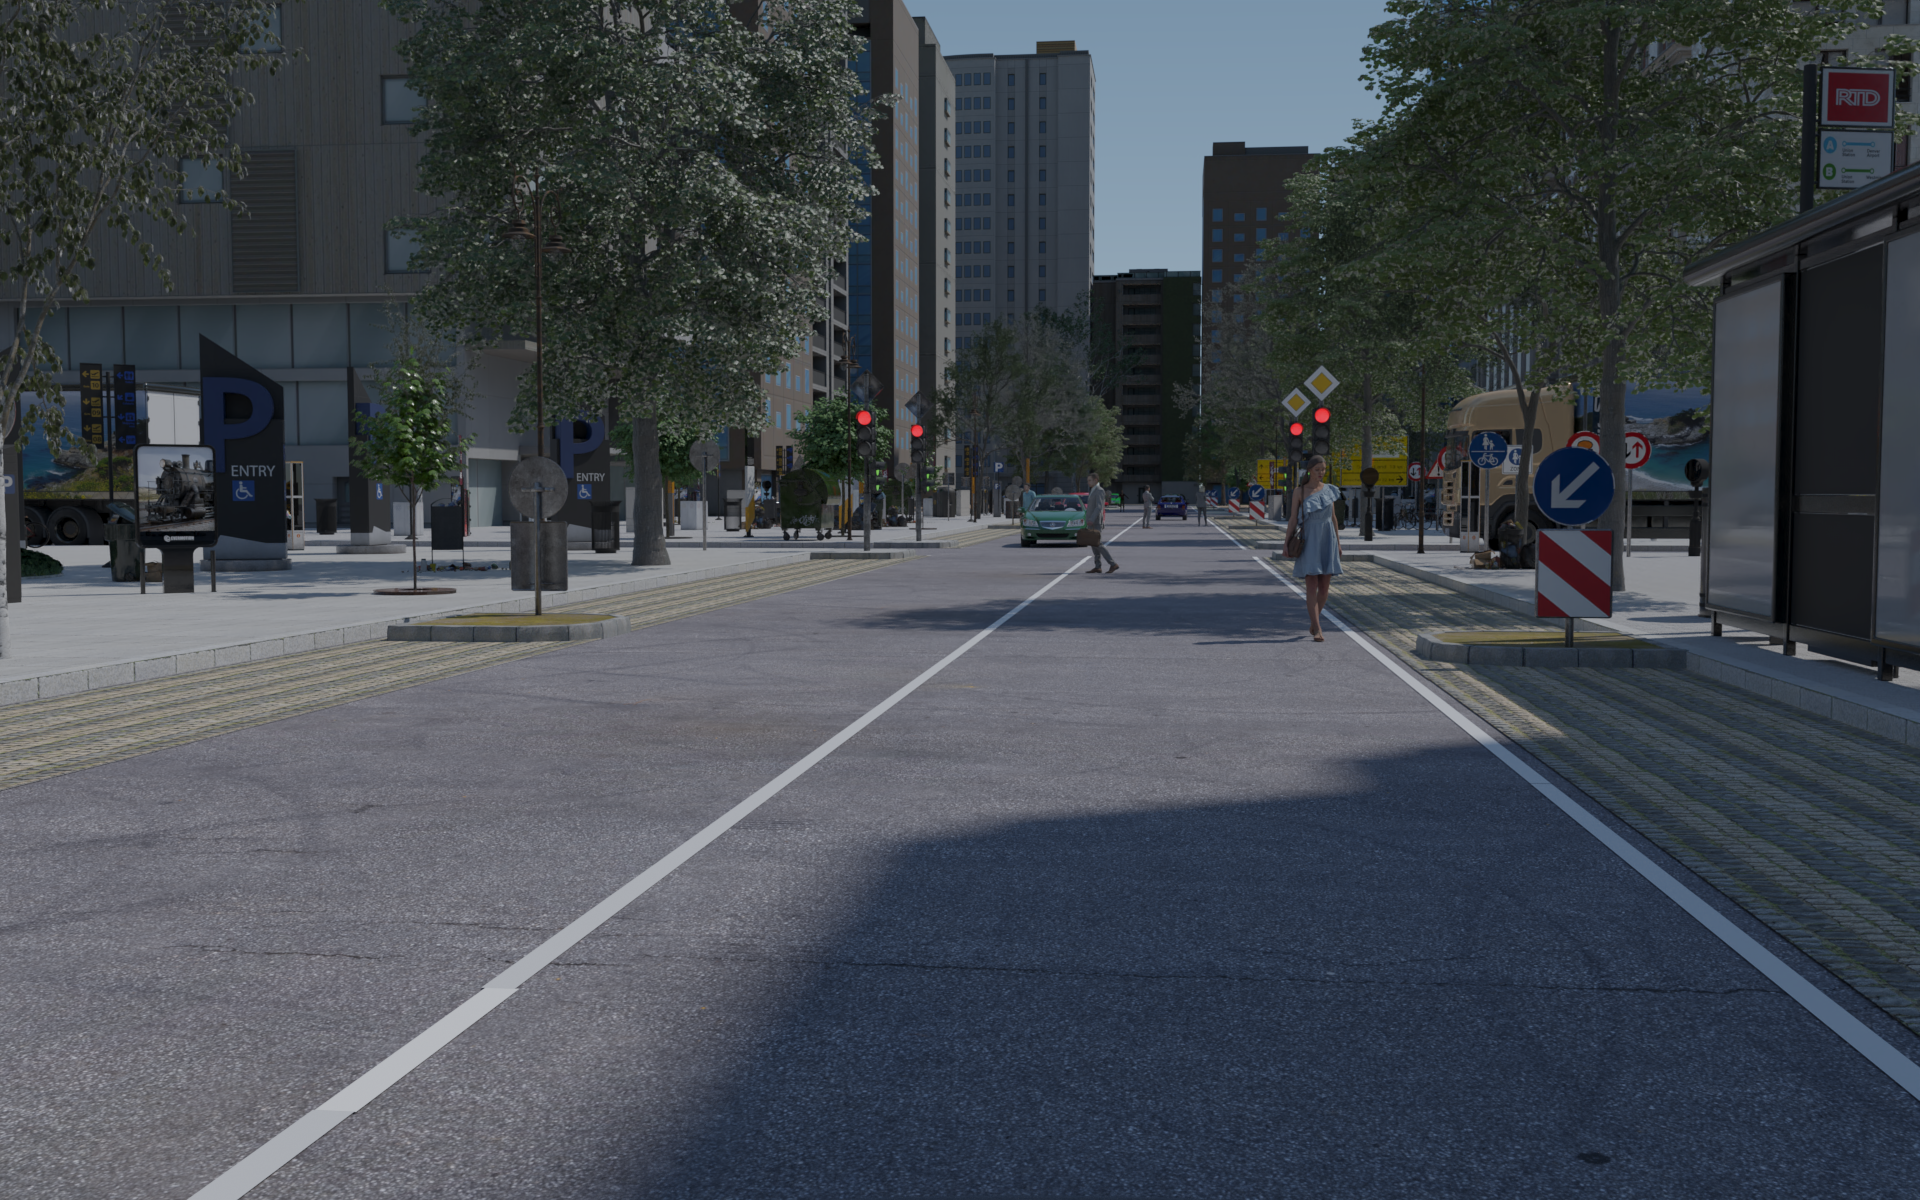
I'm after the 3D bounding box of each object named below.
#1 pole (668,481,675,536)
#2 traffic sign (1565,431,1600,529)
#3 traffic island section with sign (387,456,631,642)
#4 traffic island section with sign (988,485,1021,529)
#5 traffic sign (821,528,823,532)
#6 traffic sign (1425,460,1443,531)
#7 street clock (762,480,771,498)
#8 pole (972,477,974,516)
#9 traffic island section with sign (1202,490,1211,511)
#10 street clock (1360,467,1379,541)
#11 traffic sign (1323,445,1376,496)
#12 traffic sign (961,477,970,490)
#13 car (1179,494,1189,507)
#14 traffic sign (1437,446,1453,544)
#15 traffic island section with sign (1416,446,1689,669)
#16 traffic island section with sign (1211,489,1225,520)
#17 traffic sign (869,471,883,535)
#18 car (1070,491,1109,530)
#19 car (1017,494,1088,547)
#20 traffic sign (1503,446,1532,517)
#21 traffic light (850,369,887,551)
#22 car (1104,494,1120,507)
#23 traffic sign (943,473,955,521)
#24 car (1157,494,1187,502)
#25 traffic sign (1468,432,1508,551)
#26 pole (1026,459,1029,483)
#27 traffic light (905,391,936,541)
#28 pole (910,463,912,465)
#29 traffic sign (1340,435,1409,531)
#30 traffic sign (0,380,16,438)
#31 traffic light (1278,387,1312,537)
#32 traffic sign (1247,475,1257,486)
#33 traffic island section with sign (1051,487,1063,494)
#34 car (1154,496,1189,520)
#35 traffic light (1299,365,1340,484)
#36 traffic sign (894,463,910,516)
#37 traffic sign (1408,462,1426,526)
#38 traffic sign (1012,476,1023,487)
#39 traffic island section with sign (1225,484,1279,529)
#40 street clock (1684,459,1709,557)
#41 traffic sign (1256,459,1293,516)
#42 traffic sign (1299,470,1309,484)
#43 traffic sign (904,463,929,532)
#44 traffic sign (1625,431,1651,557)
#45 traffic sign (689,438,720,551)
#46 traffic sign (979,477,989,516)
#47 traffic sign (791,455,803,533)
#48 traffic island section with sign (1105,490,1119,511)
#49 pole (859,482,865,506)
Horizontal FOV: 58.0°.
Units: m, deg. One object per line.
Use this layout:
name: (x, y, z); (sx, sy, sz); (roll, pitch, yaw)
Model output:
pole: (-8.809, -3.604, 52.771); (0.158, 3.312, 0.155); (0, 3, 0)
traffic sign: (12.600, -2.133, 34.988); (0.768, 2.556, 0.104); (1, 4, 14)
traffic island section with sign: (-4.456, -0.549, 17.597); (1.989, 1.847, 2.006); (0, 4, 7)
traffic island section with sign: (2.224, -3.843, 71.466); (1.989, 1.847, 2.006); (0, 4, 7)
traffic sign: (-4.593, -3.514, 57.461); (0.884, 2.594, 0.081); (1, 4, 14)
traffic sign: (16.456, -3.645, 59.596); (0.884, 2.594, 0.081); (1, 4, 11)
street clock: (-10.198, -5.309, 91.380); (0.471, 2.002, 0.358); (-3, 5, -42)
pole: (0.744, -6.578, 101.389); (0.158, 3.312, 0.155); (0, 3, 0)
traffic island section with sign: (21.411, -8.452, 146.825); (1.989, 1.847, 2.006); (0, 4, 7)
street clock: (11.111, -2.599, 47.057); (0.471, 2.002, 0.358); (0, 4, -2)
traffic sign: (15.607, -4.640, 69.745); (2.265, 3.308, 0.079); (0, 4, 8)
traffic sign: (0.368, -6.194, 103.403); (0.606, 2.300, 0.079); (1, 4, 10)
car: (18.100, -8.243, 144.561); (2.009, 1.686, 4.222); (0, 4, 6)
traffic sign: (12.746, -2.739, 44.888); (0.768, 2.556, 0.104); (1, 4, 10)
traffic island section with sign: (5.085, -0.400, 15.172); (1.989, 1.847, 2.006); (0, 4, 7)
traffic island section with sign: (15.306, -5.440, 97.573); (1.989, 1.847, 2.006); (0, 4, 7)
traffic sign: (-2.831, -3.318, 54.247); (0.884, 2.594, 0.081); (1, 4, 14)
car: (4.963, -3.751, 70.370); (2.155, 1.783, 4.494); (0, 4, 6)
car: (2.707, -2.229, 48.242); (2.131, 1.459, 4.920); (0, 4, 6)
traffic sign: (11.614, -2.080, 36.143); (0.606, 2.300, 0.079); (1, 4, 12)
traffic light: (-2.085, -3.064, 39.022); (0.839, 4.253, 0.868); (0, 4, 7)
car: (16.901, -11.176, 191.529); (1.959, 1.807, 4.718); (0, 4, 7)
traffic sign: (-0.540, -4.901, 82.254); (0.606, 2.300, 0.079); (1, 4, 17)
car: (14.246, -6.524, 116.451); (2.009, 1.686, 4.222); (1, 4, 8)
traffic sign: (10.772, -2.158, 35.396); (0.768, 2.556, 0.104); (1, 4, 13)
pole: (3.904, -6.474, 99.688); (0.158, 3.312, 0.155); (0, 3, 0)
traffic light: (-1.101, -3.549, 46.947); (0.839, 4.253, 0.868); (0, 4, 7)
pole: (-3.150, -7.276, 112.798); (0.158, 3.312, 0.155); (0, 3, 0)
traffic sign: (14.222, -4.014, 59.498); (2.265, 3.308, 0.079); (1, 4, 15)
traffic sign: (-10.381, -1.120, 18.422); (0.768, 2.556, 0.104); (1, 4, 12)
traffic light: (8.836, -3.475, 45.734); (0.839, 4.253, 0.868); (0, 4, 7)
traffic sign: (19.778, -7.149, 116.890); (0.884, 2.594, 0.081); (1, 4, 9)
traffic island section with sign: (5.552, -5.485, 98.308); (1.989, 1.847, 2.006); (0, 4, 7)
car: (11.678, -5.080, 95.637); (1.945, 1.354, 3.894); (0, 4, 7)
traffic light: (7.852, -2.990, 37.809); (0.839, 4.253, 0.868); (0, 4, 7)
traffic sign: (-2.329, -4.293, 70.302); (0.768, 2.556, 0.104); (1, 4, 16)
traffic sign: (18.112, -4.202, 68.812); (0.768, 2.556, 0.104); (1, 4, 10)
traffic sign: (4.015, -7.451, 121.934); (0.768, 2.556, 0.104); (1, 4, 9)
traffic island section with sign: (11.972, -3.795, 70.681); (1.989, 1.847, 2.006); (0, 4, 7)
street clock: (15.136, -1.898, 35.605); (0.358, 2.002, 0.471); (-1, 4, -21)
traffic sign: (18.236, -6.481, 99.834); (2.265, 3.308, 0.079); (1, 4, 15)
traffic sign: (14.581, -4.337, 73.047); (0.606, 2.300, 0.079); (1, 4, 12)
traffic sign: (-1.489, -3.615, 59.115); (0.884, 2.594, 0.081); (1, 4, 12)
traffic sign: (13.615, -2.146, 35.197); (0.768, 2.556, 0.104); (1, 4, 10)
traffic sign: (-5.802, -2.396, 39.285); (0.768, 2.556, 0.104); (1, 4, 16)
traffic sign: (1.403, -6.073, 101.424); (0.606, 2.300, 0.079); (1, 4, 9)
traffic sign: (-5.260, -3.476, 56.829); (0.884, 2.594, 0.081); (1, 4, 15)
traffic island section with sign: (15.070, -10.174, 174.974); (1.989, 1.847, 2.006); (0, 4, 7)
pole: (-3.752, -4.396, 65.724); (0.158, 3.312, 0.155); (0, 3, 0)
